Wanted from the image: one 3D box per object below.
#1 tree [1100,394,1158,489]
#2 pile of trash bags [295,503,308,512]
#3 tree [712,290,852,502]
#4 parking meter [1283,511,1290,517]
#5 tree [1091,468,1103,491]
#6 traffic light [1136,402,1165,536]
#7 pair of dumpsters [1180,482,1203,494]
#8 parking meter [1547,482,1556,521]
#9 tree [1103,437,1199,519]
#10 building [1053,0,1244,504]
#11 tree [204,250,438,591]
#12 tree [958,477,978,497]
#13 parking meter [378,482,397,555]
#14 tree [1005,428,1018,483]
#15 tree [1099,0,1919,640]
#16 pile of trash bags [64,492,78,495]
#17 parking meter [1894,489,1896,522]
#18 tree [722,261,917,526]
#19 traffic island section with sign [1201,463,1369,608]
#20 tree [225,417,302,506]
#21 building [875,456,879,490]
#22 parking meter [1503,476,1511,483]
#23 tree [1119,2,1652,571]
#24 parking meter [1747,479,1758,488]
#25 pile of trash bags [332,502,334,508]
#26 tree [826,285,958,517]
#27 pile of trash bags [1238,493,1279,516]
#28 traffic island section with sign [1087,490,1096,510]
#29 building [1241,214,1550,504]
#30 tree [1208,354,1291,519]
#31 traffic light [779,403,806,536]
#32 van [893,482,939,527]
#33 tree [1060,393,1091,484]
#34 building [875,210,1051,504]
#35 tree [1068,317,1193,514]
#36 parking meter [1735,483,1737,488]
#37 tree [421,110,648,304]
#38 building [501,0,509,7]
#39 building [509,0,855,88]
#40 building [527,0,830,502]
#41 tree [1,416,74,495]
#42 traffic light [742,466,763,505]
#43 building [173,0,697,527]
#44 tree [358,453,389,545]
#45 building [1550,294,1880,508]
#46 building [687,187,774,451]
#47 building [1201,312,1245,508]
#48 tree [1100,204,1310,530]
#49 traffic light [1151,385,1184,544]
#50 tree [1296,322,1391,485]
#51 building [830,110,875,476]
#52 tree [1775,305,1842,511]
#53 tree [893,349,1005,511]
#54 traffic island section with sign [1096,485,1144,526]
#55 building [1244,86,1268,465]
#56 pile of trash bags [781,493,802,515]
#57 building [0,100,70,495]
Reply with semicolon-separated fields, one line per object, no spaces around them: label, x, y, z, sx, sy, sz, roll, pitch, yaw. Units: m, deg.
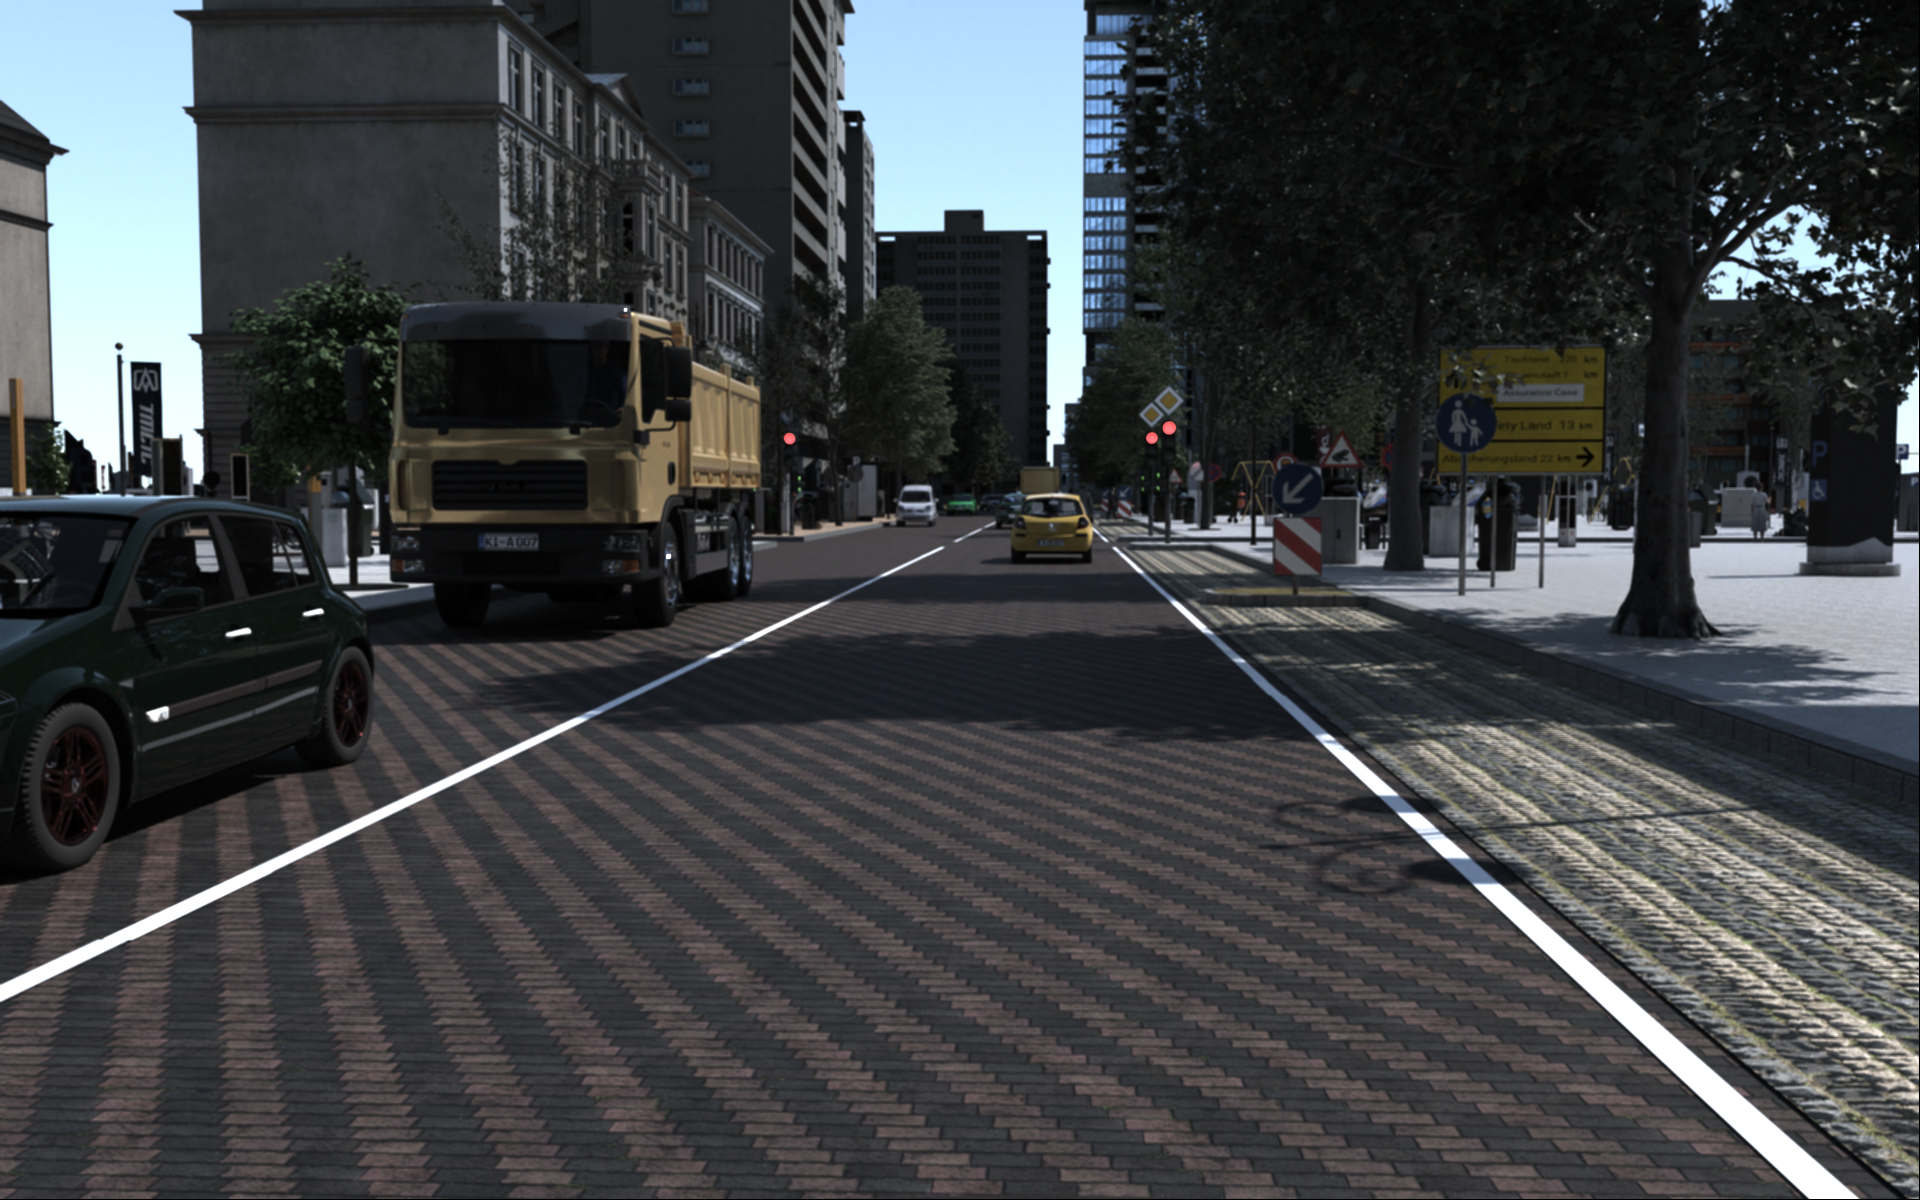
tree;11.932;-10.327;119.208;4.737;8.622;4.395;0;3;0
pile of trash bags;-43.406;-6.304;112.815;1.912;1.369;3.447;1;4;16
tree;-6.435;-6.829;62.009;4.360;8.622;3.978;0;3;0
parking meter;16.092;-4.865;85.253;0.255;1.863;0.399;2;4;32
tree;14.298;-10.709;158.812;4.285;4.588;4.351;0;3;0
traffic light;5.811;-3.908;52.811;0.839;4.253;0.868;0;4;3
pair of dumpsters;13.379;-5.897;98.915;1.574;2.255;4.437;0;4;3
parking meter;28.158;-4.694;82.457;0.255;1.863;0.399;0;4;-4
tree;10.567;-6.457;89.279;4.285;4.588;4.351;0;3;0
building;28.048;-56.141;230.574;31.000;86.520;22.319;0;4;3
tree;-8.330;-2.428;23.405;4.285;4.588;4.351;0;3;0
tree;1.375;-14.354;185.045;4.360;8.622;3.978;0;3;0
parking meter;-12.167;-1.739;36.844;0.372;1.533;0.369;0;3;0
tree;0.091;-15.628;172.523;9.611;12.733;9.660;0;3;0
tree;6.374;-6.013;15.318;9.611;12.733;9.660;0;3;0
pile of trash bags;-35.444;-3.539;67.609;3.447;1.369;1.912;2;4;33
parking meter;36.915;-3.692;68.768;0.372;1.533;0.369;0;3;0
tree;-5.176;-8.270;69.629;7.601;10.594;8.767;2;4;26
traffic island section with sign;4.205;-0.861;22.705;1.989;1.847;2.006;0;4;3
tree;-14.299;-2.521;35.820;1.663;3.219;1.824;0;3;0
building;-25.515;-39.678;237.978;27.495;52.752;28.713;0;4;3
parking meter;13.242;-2.235;42.248;0.255;1.863;0.399;3;5;39
tree;7.565;-7.463;28.683;9.857;13.997;8.962;0;3;0
parking meter;30.811;-3.774;67.409;0.399;1.863;0.255;-2;4;-35
pile of trash bags;-41.792;-6.604;117.731;3.447;1.369;1.912;1;4;9
tree;-3.757;-10.800;94.706;7.486;12.596;7.792;0;3;0
pile of trash bags;17.571;-5.746;103.693;1.912;1.369;3.447;3;5;39
traffic island section with sign;8.725;-5.895;105.003;1.989;1.847;2.006;0;4;3
building;33.820;-42.695;136.307;20.563;71.187;20.611;0;4;3
tree;14.987;-8.467;88.805;4.360;8.622;3.978;0;3;0
traffic light;-5.184;-3.943;53.397;0.839;4.253;0.868;0;4;3
van;-1.943;-4.302;77.351;2.013;2.044;4.112;0;4;1
tree;16.330;-17.549;193.577;9.857;13.997;8.962;0;3;0
building;0.492;-33.501;239.627;23.993;40.220;32.217;0;4;3
tree;11.280;-11.841;111.724;7.486;12.596;7.792;0;3;0
parking meter;41.635;-5.318;92.665;0.255;1.863;0.399;3;4;36
tree;-7.803;-5.040;32.772;4.360;8.622;3.978;0;3;0
building;-37.788;-39.280;184.225;28.212;58.520;21.231;0;4;3
building;-25.539;-35.233;165.296;28.713;52.752;27.495;0;4;3
building;-22.572;-31.581;140.045;21.300;48.544;21.600;0;4;3
tree;-22.419;-2.946;42.774;1.663;3.219;1.824;0;3;0
traffic light;-5.622;-3.456;45.424;0.839;4.253;0.868;0;4;3
building;-21.596;-16.131;82.831;14.460;24.649;34.723;0;4;3
tree;-14.322;-3.000;43.654;1.663;3.219;1.824;0;3;0
building;73.373;-20.261;176.305;28.899;21.520;27.650;0;4;3
building;-19.272;-16.791;110.695;11.583;22.565;21.152;0;4;3
building;39.694;-20.268;176.423;27.650;21.520;28.899;0;4;3
tree;8.755;-8.297;61.407;9.928;11.665;9.643;0;3;0
traffic light;5.373;-3.420;44.838;0.839;4.253;0.868;0;4;3
tree;16.397;-7.493;72.880;4.737;8.622;4.395;0;3;0
building;-16.472;-30.803;187.222;14.086;41.232;14.154;0;4;3
tree;27.428;-6.485;56.400;4.360;8.622;3.978;0;3;0
tree;-1.617;-13.310;134.633;9.611;12.733;9.660;0;3;0
traffic island section with sign;7.212;-4.211;77.484;1.989;1.847;2.006;0;4;3
building;32.423;-28.816;154.735;14.154;41.232;14.086;0;4;3
pile of trash bags;-9.346;-5.248;95.557;1.912;1.369;3.447;0;4;-3
building;-48.794;-12.643;71.342;19.286;19.102;10.561;0;4;3
